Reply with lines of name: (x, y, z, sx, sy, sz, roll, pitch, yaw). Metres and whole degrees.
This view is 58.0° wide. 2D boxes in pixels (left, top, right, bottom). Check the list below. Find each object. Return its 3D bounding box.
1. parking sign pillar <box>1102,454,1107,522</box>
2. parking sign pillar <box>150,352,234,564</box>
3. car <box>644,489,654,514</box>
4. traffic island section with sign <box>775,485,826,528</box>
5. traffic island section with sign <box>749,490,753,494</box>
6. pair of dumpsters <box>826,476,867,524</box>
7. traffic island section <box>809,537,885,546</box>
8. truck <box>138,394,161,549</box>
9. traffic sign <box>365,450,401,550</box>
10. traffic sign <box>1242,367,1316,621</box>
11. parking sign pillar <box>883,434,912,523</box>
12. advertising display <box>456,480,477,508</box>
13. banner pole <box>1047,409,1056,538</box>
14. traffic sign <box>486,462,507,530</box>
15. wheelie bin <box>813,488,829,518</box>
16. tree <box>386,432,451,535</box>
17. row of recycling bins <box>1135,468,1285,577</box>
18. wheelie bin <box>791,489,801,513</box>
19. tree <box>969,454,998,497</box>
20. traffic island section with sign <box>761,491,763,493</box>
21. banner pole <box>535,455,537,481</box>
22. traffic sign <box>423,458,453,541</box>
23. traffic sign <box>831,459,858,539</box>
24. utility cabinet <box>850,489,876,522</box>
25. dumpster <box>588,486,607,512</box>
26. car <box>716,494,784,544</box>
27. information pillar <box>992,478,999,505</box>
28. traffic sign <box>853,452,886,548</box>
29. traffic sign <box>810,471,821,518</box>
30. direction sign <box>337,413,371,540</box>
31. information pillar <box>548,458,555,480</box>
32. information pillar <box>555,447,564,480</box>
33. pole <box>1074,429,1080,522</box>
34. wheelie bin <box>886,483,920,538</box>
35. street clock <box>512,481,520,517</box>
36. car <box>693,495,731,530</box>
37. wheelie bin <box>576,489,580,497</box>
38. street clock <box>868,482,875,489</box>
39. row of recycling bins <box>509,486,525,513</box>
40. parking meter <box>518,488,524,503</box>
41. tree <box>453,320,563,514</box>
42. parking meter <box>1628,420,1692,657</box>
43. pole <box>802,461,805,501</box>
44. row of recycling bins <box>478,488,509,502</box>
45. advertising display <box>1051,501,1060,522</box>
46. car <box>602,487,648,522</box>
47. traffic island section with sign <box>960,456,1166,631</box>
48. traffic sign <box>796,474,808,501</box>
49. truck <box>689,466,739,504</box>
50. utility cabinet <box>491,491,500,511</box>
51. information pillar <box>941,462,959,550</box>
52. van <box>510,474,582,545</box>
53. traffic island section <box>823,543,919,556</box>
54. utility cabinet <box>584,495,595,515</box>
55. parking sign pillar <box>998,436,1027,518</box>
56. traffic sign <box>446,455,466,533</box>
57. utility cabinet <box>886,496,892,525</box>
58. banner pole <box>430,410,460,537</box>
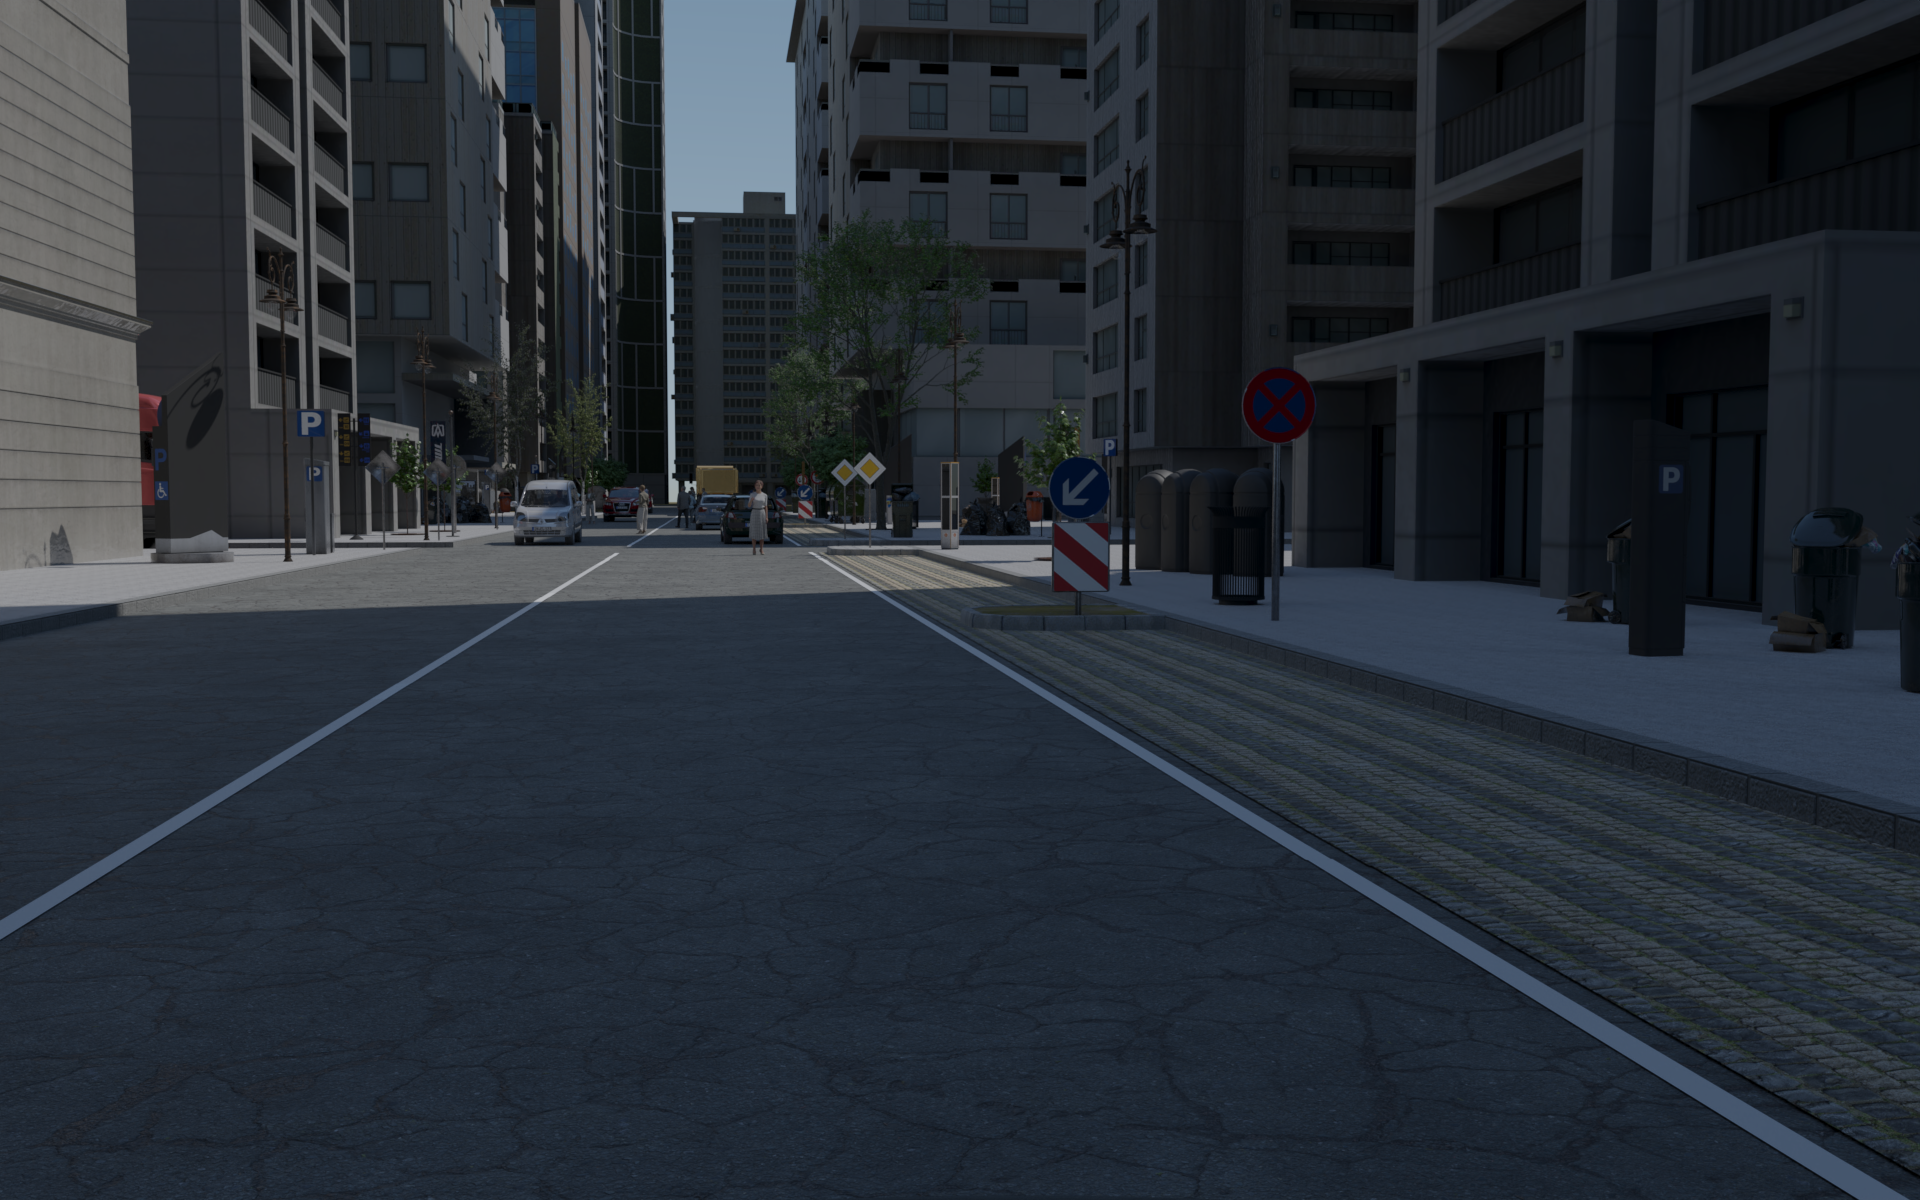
parking sign pillar: (6.575, -5.129, 72.334, 1.447, 3.967, 1.447, 2, 4, 35)
parking sign pillar: (-14.454, -2.693, 32.511, 1.447, 3.967, 1.447, 2, 4, 26)
car: (-23.940, -7.361, 129.020, 2.281, 1.827, 5.304, -1, 4, -9)
traffic island section with sign: (-6.746, -3.990, 73.871, 1.989, 1.847, 2.006, 0, 4, -8)
traffic island section with sign: (-21.366, -10.300, 177.034, 1.989, 1.847, 2.006, 0, 4, -8)
pair of dumpsters: (-4.982, -4.515, 76.318, 1.574, 2.255, 4.437, -1, 4, -8)
traffic island section: (-3.252, -1.653, 49.305, 2.009, 0.180, 2.903, 0, 4, -8)
truck: (-23.587, -3.200, 41.232, 11.283, 4.237, 2.839, -1, 4, -8)
traffic sign: (-13.239, -2.210, 39.772, 0.795, 2.450, 0.064, 0, 4, -8)
traffic sign: (3.197, -1.063, 17.485, 0.768, 2.556, 0.104, 0, 4, -7)
parking sign pillar: (-2.827, -5.434, 77.316, 1.447, 3.967, 1.447, -1, 4, -18)
advertising display: (-22.825, -4.575, 80.009, 0.974, 1.923, 0.123, 0, 4, 4)
banner pole: (2.865, -3.672, 50.051, 0.401, 3.779, 0.863, -2, 4, -34)
traffic sign: (-16.683, -3.742, 62.370, 0.795, 2.450, 0.064, 0, 4, -3)
wheelie bin: (-7.390, -5.167, 92.388, 0.693, 1.594, 0.980, -3, 5, -42)
tree: (-17.156, -3.641, 54.128, 1.663, 3.219, 1.824, 0, 3, 0)
row of recycling bins: (4.012, -1.293, 28.257, 1.069, 1.692, 3.534, -2, 4, -28)
wheelie bin: (-10.920, -6.618, 116.108, 0.693, 1.594, 0.980, 1, 4, 17)
tree: (1.155, -5.474, 84.104, 1.663, 3.219, 1.824, 0, 3, 0)
traffic island section with sign: (-10.601, -5.655, 101.079, 1.989, 1.847, 2.006, 0, 4, -8)
banner pole: (-27.311, -7.445, 111.736, 0.401, 3.779, 0.863, -1, 4, -18)
traffic sign: (-14.360, -2.693, 47.678, 0.795, 2.450, 0.064, 0, 4, -8)
traffic sign: (-3.274, -2.788, 49.224, 0.795, 2.450, 0.064, 0, 4, -8)
utility cabinet: (-4.429, -4.302, 79.014, 1.173, 1.500, 0.318, -1, 4, -15)
dumpster: (-25.234, -7.006, 120.300, 1.264, 1.857, 1.865, 0, 4, -8)
car: (-6.156, -2.520, 50.989, 2.009, 1.686, 4.222, -1, 4, -10)
information pillar: (1.584, -4.466, 77.508, 0.304, 2.012, 0.304, 1, 4, 12)
traffic sign: (-2.152, -2.304, 41.318, 0.795, 2.450, 0.064, 0, 4, -8)
traffic sign: (-7.515, -5.593, 91.559, 0.768, 2.556, 0.104, 0, 4, -3)
direction sign: (-16.949, -3.458, 48.535, 0.876, 3.537, 0.379, -1, 4, -8)
information pillar: (-26.611, -7.443, 113.055, 0.504, 3.616, 0.183, 0, 4, 8)
information pillar: (-19.778, -5.789, 86.000, 0.183, 3.616, 0.504, 0, 4, 6)
pole: (3.543, -3.588, 52.500, 0.158, 3.312, 0.155, 0, 3, 0)
wheelie bin: (-1.671, -2.636, 51.013, 0.980, 1.594, 0.693, 0, 4, -5)
street clock: (-24.049, -5.465, 93.917, 0.358, 2.002, 0.471, -3, 5, -42)
car: (-9.807, -3.552, 70.083, 2.014, 1.417, 4.499, 0, 4, -8)
wheelie bin: (-25.350, -6.454, 113.426, 0.980, 1.594, 0.693, 0, 4, -5)
street clock: (-4.329, -4.895, 84.608, 0.358, 2.002, 0.471, 1, 4, 11)
row of recycling bins: (-21.770, -5.061, 89.860, 3.534, 1.692, 1.069, 3, 5, 40)
parking meter: (-18.764, -4.022, 74.173, 0.372, 1.533, 0.369, 0, 3, 0)
tree: (-18.826, -7.464, 72.401, 4.360, 8.622, 3.978, 0, 3, 0)
parking meter: (5.560, -0.492, 13.753, 0.399, 1.863, 0.255, -1, 4, -16)
pole: (-9.779, -6.992, 108.161, 0.158, 3.312, 0.155, 0, 3, 0)
row of recycling bins: (-32.958, -6.906, 120.022, 3.534, 1.692, 1.069, 0, 4, -2)
advertising display: (4.455, -4.575, 80.019, 0.123, 1.923, 0.974, -1, 4, -19)
car: (-17.518, -5.022, 90.782, 2.281, 1.827, 5.304, 0, 4, -6)
traffic island section with sign: (1.048, -0.633, 18.973, 1.989, 1.847, 2.006, 0, 4, -8)
traffic sign: (-9.998, -6.686, 109.429, 0.768, 2.556, 0.104, 0, 4, -5)
truck: (-16.659, -7.479, 118.199, 3.469, 3.379, 9.791, -1, 4, -10)
utility cabinet: (-31.572, -6.636, 117.178, 1.173, 1.500, 0.318, 3, 4, 37)
information pillar: (-0.234, -2.172, 40.007, 0.304, 2.012, 0.304, 3, 4, 39)
van: (-11.889, -2.632, 50.051, 2.013, 2.044, 4.112, 0, 4, -8)
traffic island section: (-2.130, -1.169, 41.399, 2.009, 0.180, 2.903, 0, 4, -8)
utility cabinet: (-23.116, -5.926, 108.055, 0.306, 1.237, 1.020, 1, 4, 14)
parking sign pillar: (2.437, -5.631, 80.531, 1.447, 3.967, 1.447, 2, 4, 26)
traffic sign: (-16.505, -3.453, 56.560, 0.768, 2.556, 0.104, 0, 4, -4)
utility cabinet: (-2.939, -3.805, 73.368, 0.306, 1.237, 1.020, 0, 4, -5)
banner pole: (-15.477, -3.789, 51.961, 0.863, 3.779, 0.401, 0, 4, 1)
